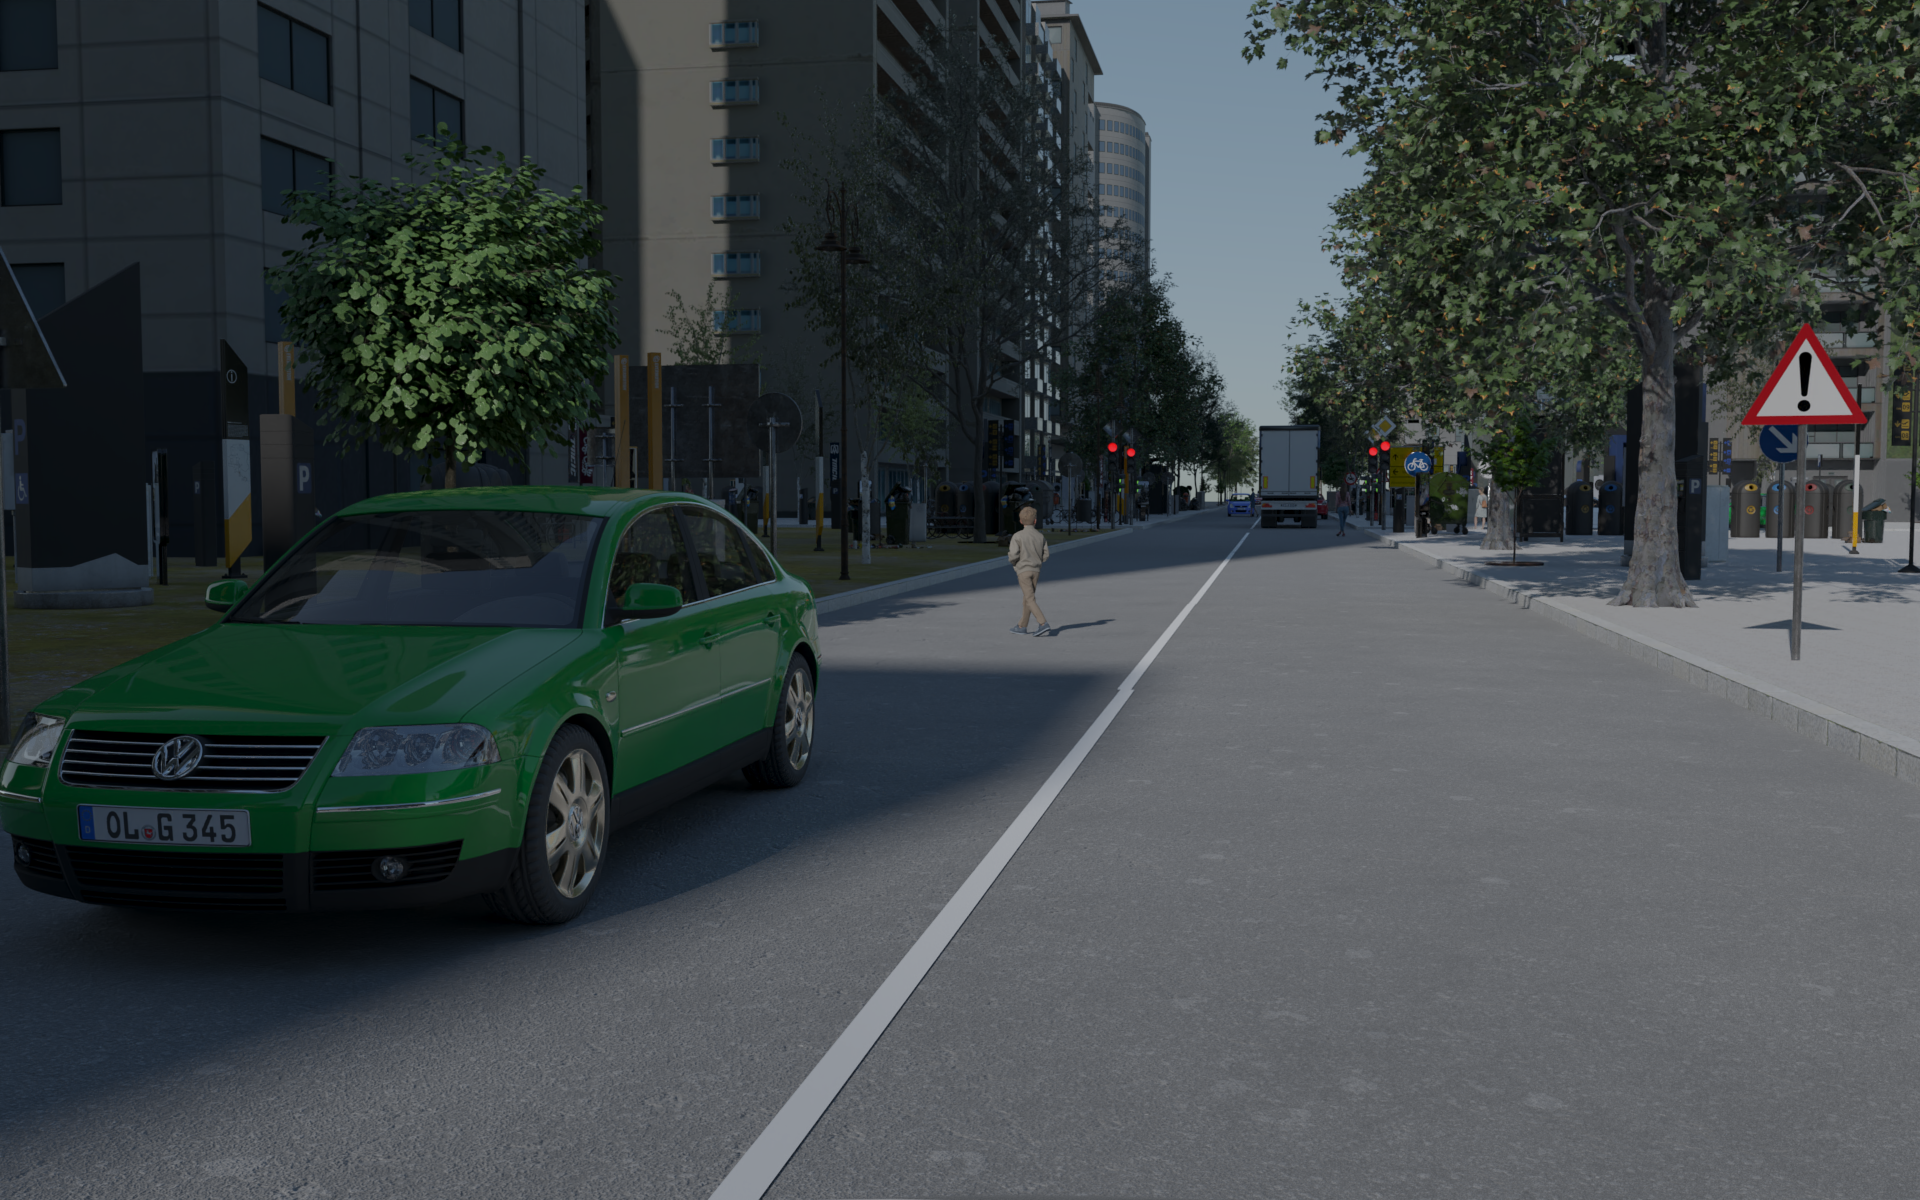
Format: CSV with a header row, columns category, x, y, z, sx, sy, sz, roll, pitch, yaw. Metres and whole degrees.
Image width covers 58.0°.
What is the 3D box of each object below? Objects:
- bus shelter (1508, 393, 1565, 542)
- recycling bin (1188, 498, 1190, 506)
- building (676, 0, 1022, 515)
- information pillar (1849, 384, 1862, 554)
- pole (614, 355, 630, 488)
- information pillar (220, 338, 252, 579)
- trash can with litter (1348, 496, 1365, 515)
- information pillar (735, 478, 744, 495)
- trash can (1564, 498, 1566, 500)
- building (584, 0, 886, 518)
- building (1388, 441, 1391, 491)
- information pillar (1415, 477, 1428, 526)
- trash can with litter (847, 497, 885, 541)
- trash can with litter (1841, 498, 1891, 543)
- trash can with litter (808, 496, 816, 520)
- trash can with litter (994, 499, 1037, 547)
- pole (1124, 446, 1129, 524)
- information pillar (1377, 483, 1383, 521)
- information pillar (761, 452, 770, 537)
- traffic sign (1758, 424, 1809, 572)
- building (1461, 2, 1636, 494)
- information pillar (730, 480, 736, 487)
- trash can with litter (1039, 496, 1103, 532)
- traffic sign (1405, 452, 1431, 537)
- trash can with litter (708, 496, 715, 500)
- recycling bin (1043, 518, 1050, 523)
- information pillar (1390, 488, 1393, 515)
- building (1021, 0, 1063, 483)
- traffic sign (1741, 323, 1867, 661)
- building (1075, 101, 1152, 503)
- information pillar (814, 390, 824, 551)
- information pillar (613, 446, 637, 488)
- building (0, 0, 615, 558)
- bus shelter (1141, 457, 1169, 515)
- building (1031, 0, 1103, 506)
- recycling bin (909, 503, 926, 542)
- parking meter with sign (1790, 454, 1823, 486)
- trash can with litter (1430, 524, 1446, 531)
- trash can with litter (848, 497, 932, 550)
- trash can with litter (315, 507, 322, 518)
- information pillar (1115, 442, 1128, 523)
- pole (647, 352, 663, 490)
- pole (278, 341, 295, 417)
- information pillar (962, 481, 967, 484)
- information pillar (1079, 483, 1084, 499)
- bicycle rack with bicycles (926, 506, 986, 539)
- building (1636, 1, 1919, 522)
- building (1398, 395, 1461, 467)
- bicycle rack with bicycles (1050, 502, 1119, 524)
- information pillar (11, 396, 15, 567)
category,x,y,z,sx,sy,sz,roll,pitch,yaw
bus shelter,16.516,-4.440,50.224,2.179,5.291,8.768,1,4,10
recycling bin,18.561,-7.983,143.081,0.722,1.027,0.722,-1,4,-23
building,-7.392,-31.051,131.385,21.300,48.544,21.600,1,4,10
information pillar,19.161,-2.793,37.016,0.183,3.616,0.504,2,4,24
pole,-4.969,-1.937,25.510,0.158,3.312,0.155,0,3,0
information pillar,-11.025,-2.141,26.364,0.183,3.616,0.504,1,4,20
trash can with litter,23.866,-5.688,104.384,1.055,1.170,0.624,-1,4,-8
information pillar,-9.644,-5.200,76.366,0.504,3.616,0.183,0,4,3
trash can,38.094,-6.051,110.592,0.748,1.137,0.748,0,3,0
building,-13.100,-29.278,102.392,21.300,48.544,21.600,1,4,10
building,82.287,-40.406,284.333,21.300,48.544,21.600,1,4,10
information pillar,15.155,-3.204,56.872,0.304,2.012,0.304,-2,4,-34
trash can with litter,-2.597,-2.227,47.798,0.624,1.170,1.055,3,5,40
trash can with litter,23.629,-2.066,45.173,1.055,1.170,0.624,0,4,0
trash can with litter,-7.343,-4.463,84.353,0.624,1.170,1.055,3,5,41
trash can with litter,1.342,-1.883,42.180,1.055,1.170,0.624,2,4,26
pole,7.059,-4.871,73.476,0.158,3.312,0.155,0,3,0
information pillar,19.786,-5.499,81.264,0.183,3.616,0.504,0,4,-7
information pillar,-5.753,-3.666,51.295,0.183,3.616,0.504,-1,4,-18
traffic sign,13.540,-1.740,28.552,0.768,2.556,0.104,1,4,11
building,59.869,-51.779,159.259,22.319,86.520,31.000,1,4,10
information pillar,-11.706,-5.222,89.867,0.304,2.012,0.304,-3,5,-39
trash can with litter,3.822,-2.925,58.880,2.233,1.210,1.678,0,4,4
traffic sign,13.775,-3.184,52.169,0.768,2.556,0.104,1,4,14
trash can with litter,-11.857,-4.268,80.841,1.678,1.210,2.233,1,4,20
recycling bin,3.630,-3.993,77.847,0.722,1.027,0.722,-3,5,-44
information pillar,25.938,-6.070,103.740,0.304,2.012,0.304,0,4,-1
building,-2.518,-33.305,164.153,23.786,49.044,30.456,1,4,10
traffic sign,6.451,-0.813,13.294,0.884,2.594,0.081,1,4,14
building,16.870,-43.856,259.042,21.231,58.520,28.212,1,4,10
information pillar,-3.148,-2.898,38.736,0.183,3.616,0.504,-1,4,-15
information pillar,-5.184,-1.367,26.844,0.304,2.012,0.304,-2,4,-29
building,-22.798,-37.083,44.553,20.611,71.187,20.563,1,4,10
bus shelter,12.579,-7.259,109.965,1.731,3.624,6.357,1,4,10
building,0.362,-36.922,192.916,28.713,52.752,27.495,1,4,10
recycling bin,-1.291,-2.094,46.784,0.722,1.027,0.722,0,4,-5
parking meter with sign,36.996,-4.900,76.382,1.738,3.016,0.543,1,4,16
trash can with litter,16.985,-3.022,60.803,1.055,1.170,0.624,-2,4,-32
trash can with litter,-1.734,-1.823,40.869,2.233,1.210,1.678,-1,4,-9
trash can with litter,-13.839,-1.504,35.977,0.624,1.170,1.055,1,4,23
information pillar,7.264,-5.254,77.262,0.504,3.616,0.183,1,4,19
pole,-4.404,-1.908,25.044,0.158,3.312,0.155,0,3,0
pole,-9.030,-1.801,23.294,0.158,3.312,0.155,0,3,0
information pillar,0.266,-5.862,100.330,0.304,2.012,0.304,0,4,1
information pillar,7.890,-6.602,112.430,0.304,2.012,0.304,-1,4,-15
bicycle rack with bicycles,-0.573,-2.221,49.699,2.925,0.926,2.852,-1,4,-15
building,41.524,-24.520,84.491,14.086,41.232,14.154,1,4,10
building,80.467,-41.002,259.627,28.713,52.752,27.495,1,4,10
bicycle rack with bicycles,5.297,-3.789,75.327,2.925,0.926,2.852,1,4,18
information pillar,-16.589,-2.391,30.439,0.183,3.616,0.504,-2,4,-28
